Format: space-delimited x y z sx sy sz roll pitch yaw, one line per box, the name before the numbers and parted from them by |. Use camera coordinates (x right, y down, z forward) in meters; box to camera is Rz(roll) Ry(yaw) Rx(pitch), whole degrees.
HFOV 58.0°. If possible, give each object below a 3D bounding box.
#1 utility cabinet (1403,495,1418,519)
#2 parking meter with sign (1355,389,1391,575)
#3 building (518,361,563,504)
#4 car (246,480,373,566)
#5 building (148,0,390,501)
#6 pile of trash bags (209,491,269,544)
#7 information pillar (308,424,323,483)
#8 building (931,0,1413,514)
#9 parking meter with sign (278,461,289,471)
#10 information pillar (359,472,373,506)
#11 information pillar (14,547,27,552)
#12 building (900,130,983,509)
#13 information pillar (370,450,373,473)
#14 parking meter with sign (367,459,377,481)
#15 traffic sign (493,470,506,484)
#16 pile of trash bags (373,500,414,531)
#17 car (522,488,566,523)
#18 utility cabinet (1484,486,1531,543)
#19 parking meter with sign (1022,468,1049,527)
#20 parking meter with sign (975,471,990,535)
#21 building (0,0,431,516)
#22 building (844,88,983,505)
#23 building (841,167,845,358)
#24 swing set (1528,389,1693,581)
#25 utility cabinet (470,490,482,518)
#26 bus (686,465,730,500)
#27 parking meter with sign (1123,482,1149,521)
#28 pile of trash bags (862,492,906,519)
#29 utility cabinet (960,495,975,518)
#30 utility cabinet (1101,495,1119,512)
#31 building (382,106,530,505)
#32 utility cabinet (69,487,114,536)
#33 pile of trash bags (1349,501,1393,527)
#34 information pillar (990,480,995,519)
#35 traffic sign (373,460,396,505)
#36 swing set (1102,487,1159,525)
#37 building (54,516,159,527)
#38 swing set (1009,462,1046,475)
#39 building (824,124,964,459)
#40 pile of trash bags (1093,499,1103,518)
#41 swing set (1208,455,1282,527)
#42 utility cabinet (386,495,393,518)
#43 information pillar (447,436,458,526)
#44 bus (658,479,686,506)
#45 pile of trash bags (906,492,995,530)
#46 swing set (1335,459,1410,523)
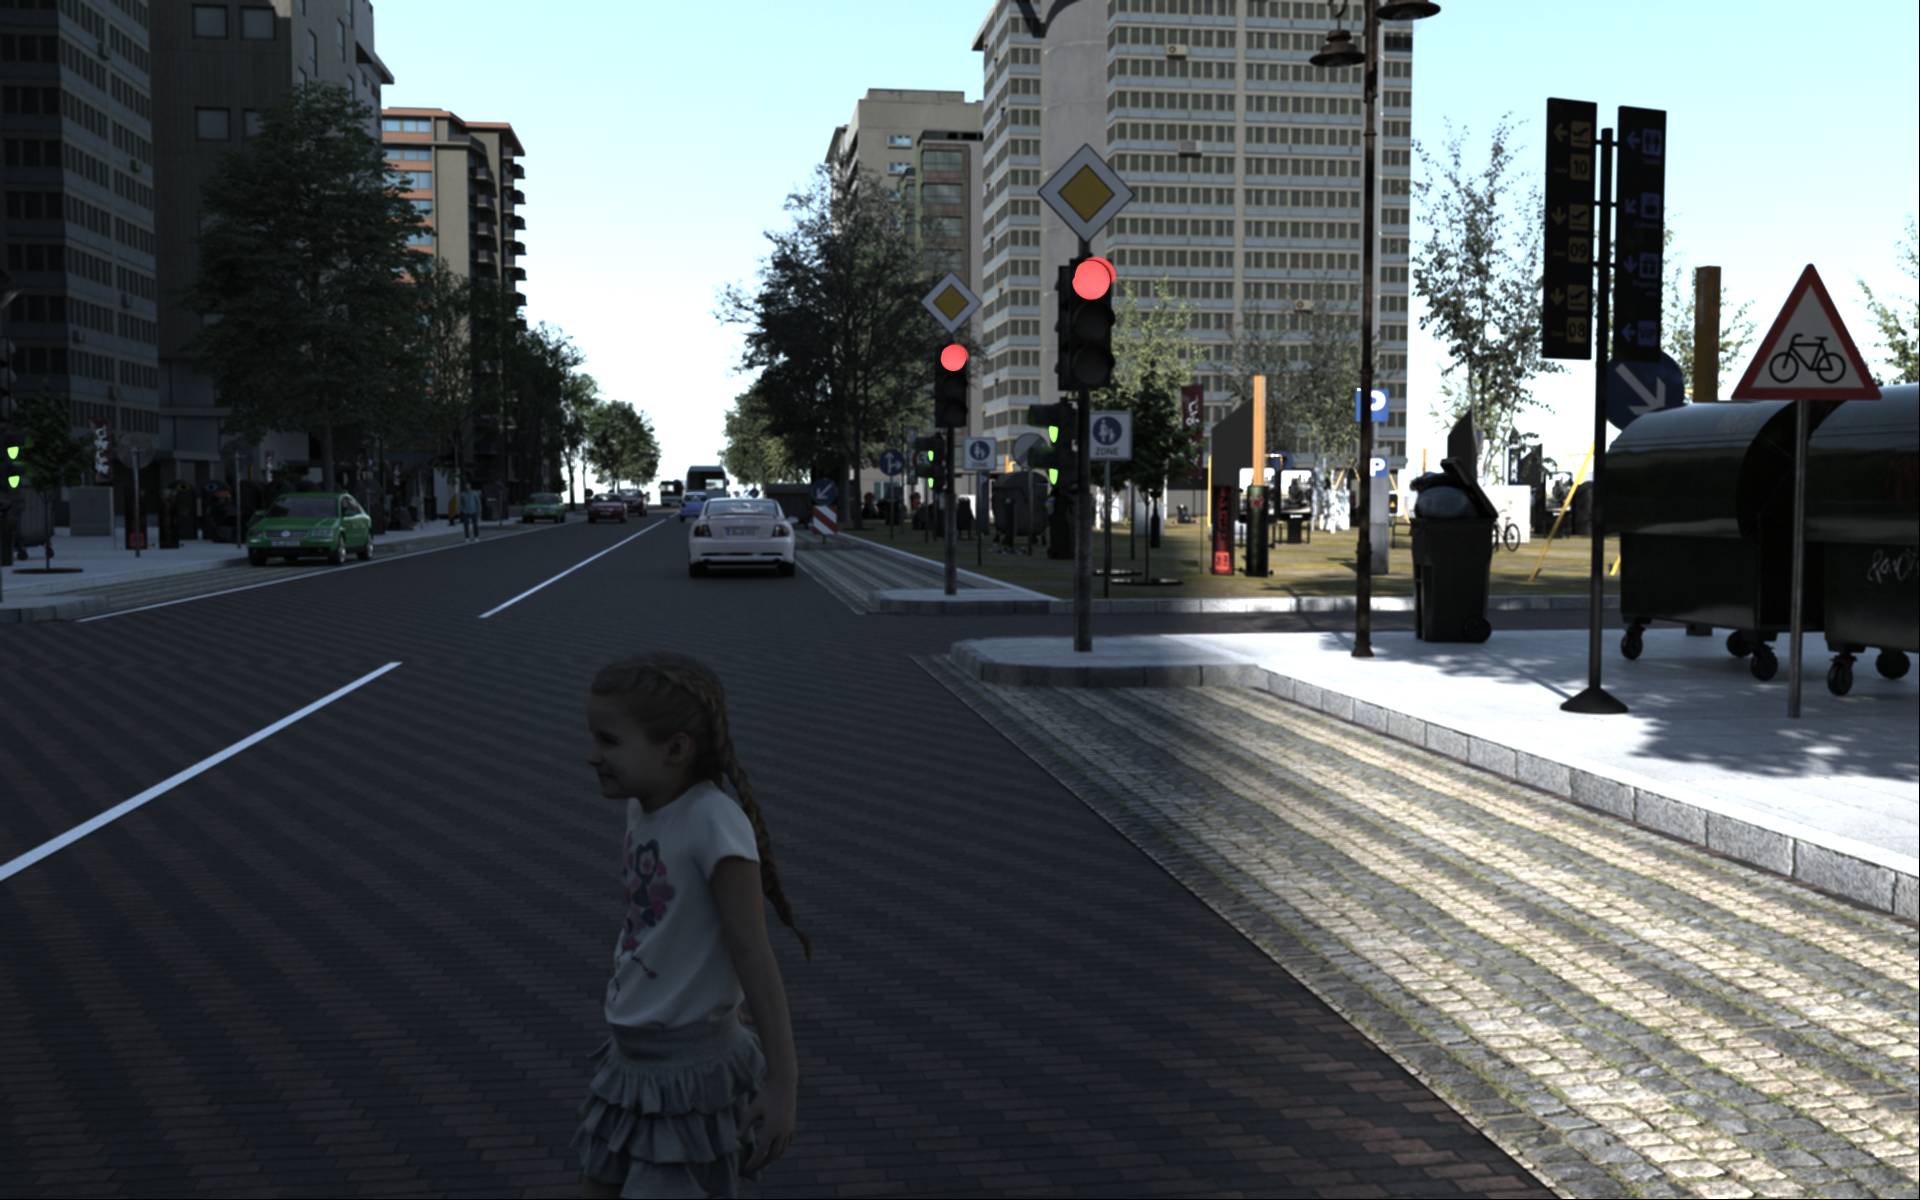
utility cabinet | 23.022 -4.708 88.129 1.020 1.237 0.306 -2 4 -34
parking meter with sign | 6.703 -1.944 28.046 0.543 3.016 1.738 1 4 10
building | -67.665 -23.399 227.608 27.650 21.520 28.899 0 4 -8
car | -13.388 -1.652 35.808 1.959 1.807 4.718 0 4 -8
building | -50.970 -31.474 103.844 28.713 52.752 27.495 0 4 -8
pile of trash bags | -19.012 -2.218 46.023 3.447 1.369 1.912 3 5 43
information pillar | -20.017 -3.831 53.993 0.504 3.616 0.183 -1 4 -22
building | 14.692 -26.385 123.271 32.217 40.220 23.993 0 4 -8
parking meter with sign | -35.594 -5.855 91.989 0.543 3.016 1.738 0 4 -1
information pillar | -19.504 -3.207 56.922 0.304 2.012 0.304 3 4 37
information pillar | -21.079 -2.090 38.657 0.304 2.012 0.304 0 4 -1
building | 3.110 -22.622 141.565 14.160 30.474 14.107 0 4 -8
information pillar | -31.051 -6.121 91.437 0.183 3.616 0.504 -1 4 -21
parking meter with sign | -28.703 -5.390 84.389 0.543 3.016 1.738 -2 4 -29
traffic sign | -24.980 -5.754 94.089 0.884 2.594 0.081 0 4 -6
pile of trash bags | -20.793 -3.070 59.944 1.912 1.369 3.447 3 4 37
car | -20.486 -4.678 85.288 1.959 1.807 4.718 0 4 -8
utility cabinet | 14.161 -2.217 44.926 1.173 1.500 0.318 1 4 11
parking meter with sign | 3.022 -4.293 66.458 1.738 3.016 0.543 -3 4 -38
parking meter with sign | 0.685 -3.569 54.621 0.543 3.016 1.738 0 4 -3
building | -57.267 -26.843 130.761 32.217 40.220 23.993 0 4 -8
building | -2.191 -35.551 204.963 21.300 48.544 21.600 0 4 -8
building | -7.771 -34.997 222.316 14.600 45.320 14.200 0 4 -8
swing set | 10.493 -1.712 25.618 2.862 2.851 3.119 3 5 44
utility cabinet | -26.229 -5.195 93.616 1.173 1.500 0.318 3 5 41
bus | -17.084 -7.488 117.281 2.948 3.499 13.247 0 4 -8
parking meter with sign | 8.224 -5.273 82.476 1.738 3.016 0.543 -1 4 -23
pile of trash bags | -3.377 -4.866 89.313 3.447 1.369 1.912 -3 5 -44
utility cabinet | 0.523 -4.789 89.467 1.020 1.237 0.306 0 4 5
utility cabinet | 8.488 -5.306 97.920 1.020 1.237 0.306 1 4 22
building | -61.666 -33.273 198.630 22.147 44.769 28.867 0 4 -8
utility cabinet | -26.206 -2.666 52.270 1.173 1.500 0.318 0 4 -6
pile of trash bags | 15.539 -3.596 68.542 1.912 1.369 3.447 -2 4 -29
information pillar | 1.545 -5.088 87.678 0.304 2.012 0.304 -3 5 -43
traffic sign | -22.092 -4.066 66.483 0.884 2.594 0.081 0 4 -6
swing set | 6.712 -4.697 74.418 3.119 2.851 2.862 3 5 42
building | -47.800 -23.162 70.578 32.217 40.220 23.993 0 4 -8
swing set | 3.761 -5.368 85.389 3.119 2.851 2.862 -1 4 -8
building | -3.871 -40.047 244.007 28.713 52.752 27.495 0 4 -8
pile of trash bags | 6.116 -5.015 91.743 1.912 1.369 3.447 2 4 34
swing set | 11.297 -4.389 69.373 3.119 2.851 2.862 1 4 9
utility cabinet | -30.101 -4.901 91.299 1.020 1.237 0.306 -2 4 -25
information pillar | -20.592 -4.827 70.274 0.504 3.616 0.183 2 4 34
bus | -34.008 -12.904 205.842 2.948 3.499 13.247 0 4 -6
pile of trash bags | 0.059 -3.210 62.230 3.447 1.369 1.912 -1 4 -18
swing set | 17.944 -4.825 76.508 2.862 2.851 3.119 -1 4 -16
